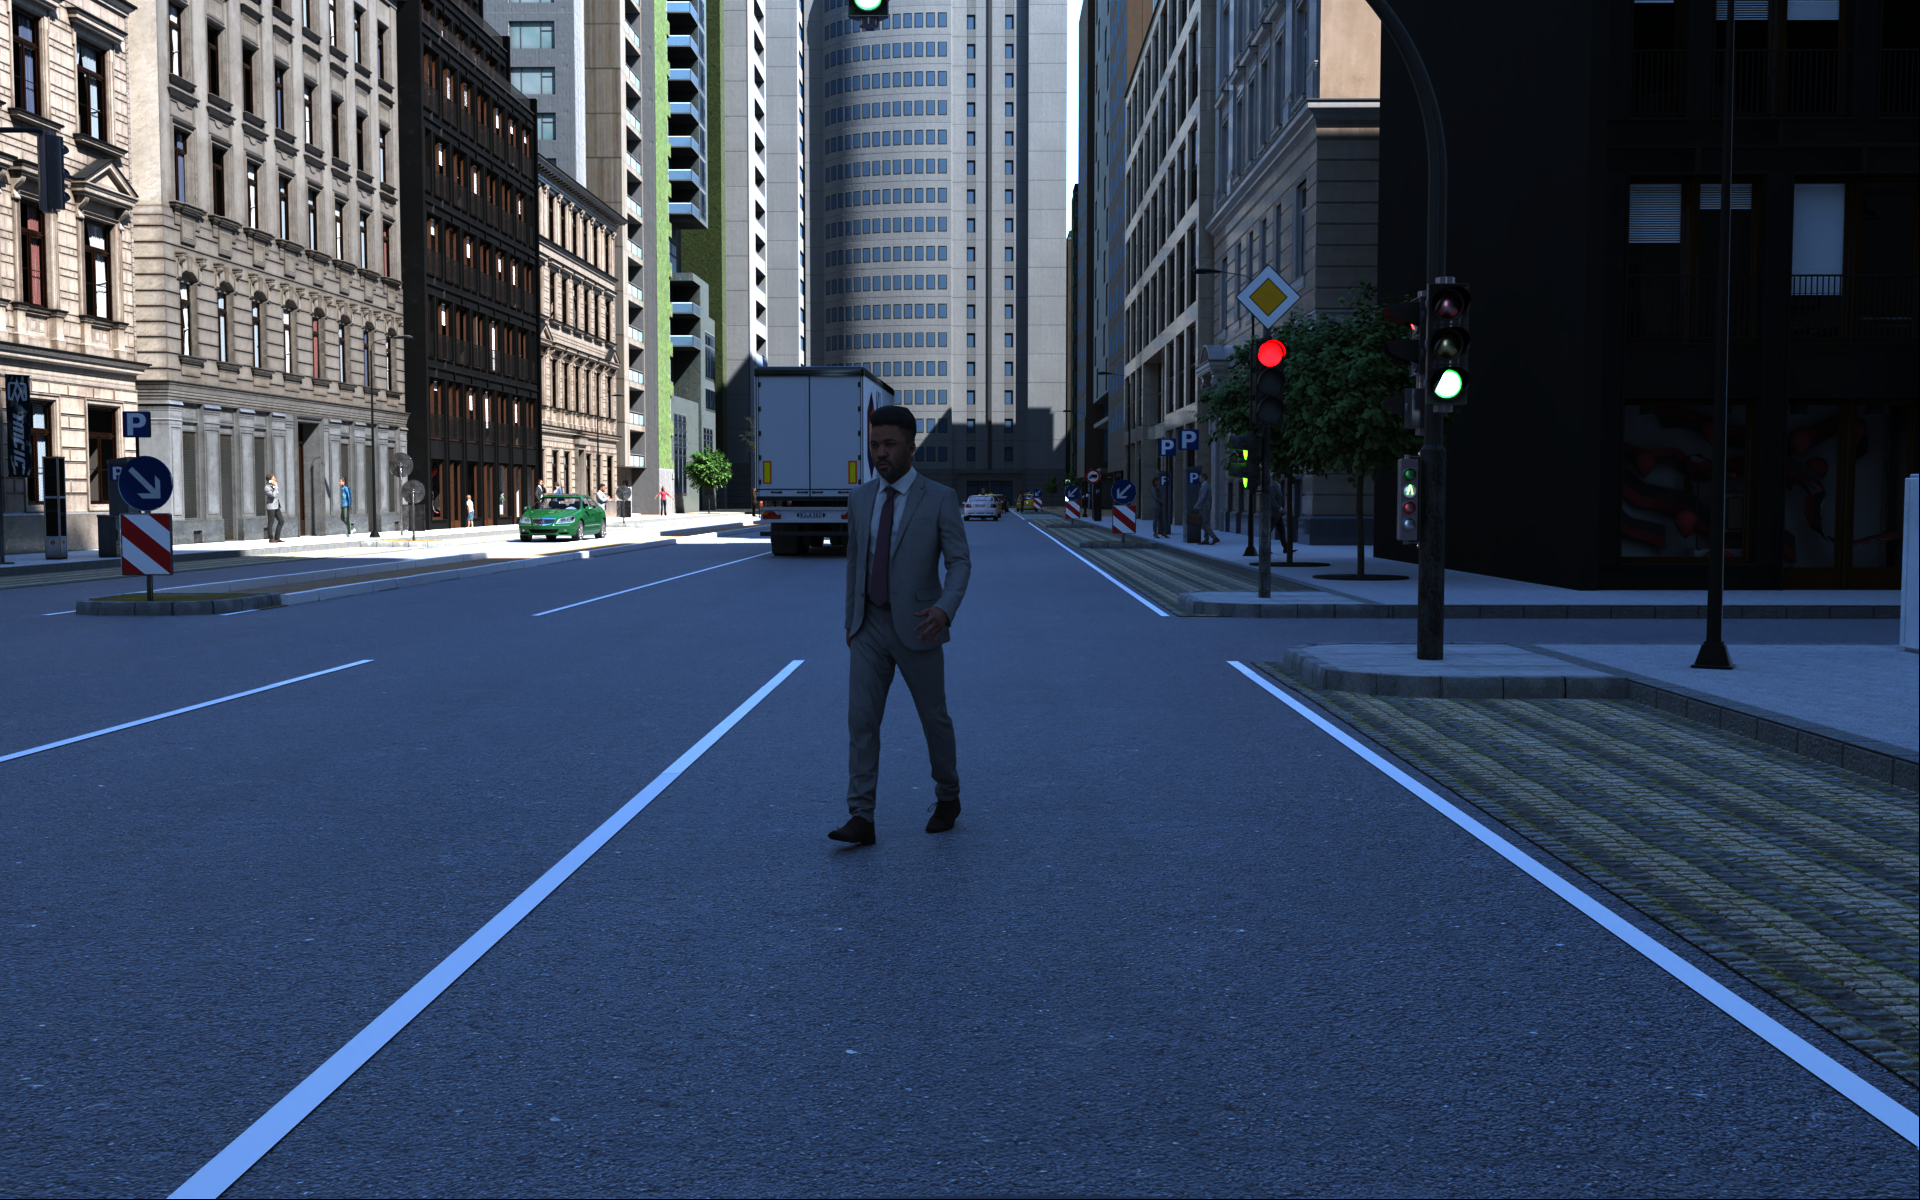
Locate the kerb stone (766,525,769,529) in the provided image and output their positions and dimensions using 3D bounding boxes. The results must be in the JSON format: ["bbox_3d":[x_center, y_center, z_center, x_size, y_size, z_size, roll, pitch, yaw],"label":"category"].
[{"bbox_3d":[-7.931,-2.912,69.876,0.120,0.150,1.000,0,4,1],"label":"kerb stone"}]

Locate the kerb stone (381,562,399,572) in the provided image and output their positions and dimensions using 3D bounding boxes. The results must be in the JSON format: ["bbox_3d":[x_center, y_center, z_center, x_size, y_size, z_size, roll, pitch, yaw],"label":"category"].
[{"bbox_3d":[-10.626,-0.598,31.974,0.120,0.150,1.000,0,4,1],"label":"kerb stone"}]

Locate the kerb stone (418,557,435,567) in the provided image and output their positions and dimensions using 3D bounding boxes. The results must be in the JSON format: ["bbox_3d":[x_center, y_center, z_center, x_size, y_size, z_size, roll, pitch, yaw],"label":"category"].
[{"bbox_3d":[-10.588,-0.724,34.039,0.120,0.150,1.000,0,4,1],"label":"kerb stone"}]

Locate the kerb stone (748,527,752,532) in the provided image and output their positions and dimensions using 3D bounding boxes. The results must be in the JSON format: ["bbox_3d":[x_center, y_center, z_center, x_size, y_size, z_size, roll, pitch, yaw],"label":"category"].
[{"bbox_3d":[-8.004,-2.596,64.740,0.120,0.150,1.000,0,4,1],"label":"kerb stone"}]

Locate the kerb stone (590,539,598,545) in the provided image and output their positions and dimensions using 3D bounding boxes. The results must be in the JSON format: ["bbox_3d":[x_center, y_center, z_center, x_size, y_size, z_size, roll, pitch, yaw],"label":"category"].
[{"bbox_3d":[-10.363,-1.601,48.397,0.120,0.150,1.000,0,4,1],"label":"kerb stone"}]

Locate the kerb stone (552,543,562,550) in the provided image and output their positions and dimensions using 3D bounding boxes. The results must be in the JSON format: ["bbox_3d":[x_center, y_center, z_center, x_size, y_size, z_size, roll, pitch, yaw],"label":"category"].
[{"bbox_3d":[-10.429,-1.351,44.288,0.120,0.150,1.000,0,4,1],"label":"kerb stone"}]

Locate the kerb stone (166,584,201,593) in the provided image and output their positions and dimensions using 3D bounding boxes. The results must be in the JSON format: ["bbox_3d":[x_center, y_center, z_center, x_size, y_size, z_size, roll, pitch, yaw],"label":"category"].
[{"bbox_3d":[-10.749,-0.097,23.781,0.120,0.150,1.000,0,4,1],"label":"kerb stone"}]

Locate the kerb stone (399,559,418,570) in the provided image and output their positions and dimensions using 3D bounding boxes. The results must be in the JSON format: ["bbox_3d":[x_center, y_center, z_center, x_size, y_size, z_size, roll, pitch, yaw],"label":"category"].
[{"bbox_3d":[-10.604,-0.659,33.001,0.120,0.150,1.000,0,4,1],"label":"kerb stone"}]

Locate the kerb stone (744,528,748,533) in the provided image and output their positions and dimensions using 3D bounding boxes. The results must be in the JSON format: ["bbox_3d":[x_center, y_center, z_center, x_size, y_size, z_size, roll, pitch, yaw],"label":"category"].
[{"bbox_3d":[-8.015,-2.540,63.717,0.120,0.150,1.000,0,4,1],"label":"kerb stone"}]

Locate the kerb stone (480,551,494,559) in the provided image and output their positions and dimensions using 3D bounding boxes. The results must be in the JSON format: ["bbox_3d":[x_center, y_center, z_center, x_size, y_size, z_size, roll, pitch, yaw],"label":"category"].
[{"bbox_3d":[-10.524,-0.975,38.130,0.120,0.150,1.000,0,4,1],"label":"kerb stone"}]

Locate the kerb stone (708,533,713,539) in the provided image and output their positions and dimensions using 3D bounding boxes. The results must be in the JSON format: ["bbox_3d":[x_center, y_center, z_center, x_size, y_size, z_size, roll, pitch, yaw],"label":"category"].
[{"bbox_3d":[-8.149,-2.038,55.518,0.120,0.150,1.000,0,4,1],"label":"kerb stone"}]

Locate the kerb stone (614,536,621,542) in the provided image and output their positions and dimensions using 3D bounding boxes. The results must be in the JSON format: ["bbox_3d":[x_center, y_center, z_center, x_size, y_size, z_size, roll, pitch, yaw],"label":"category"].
[{"bbox_3d":[-10.318,-1.789,51.468,0.120,0.150,1.000,0,4,1],"label":"kerb stone"}]

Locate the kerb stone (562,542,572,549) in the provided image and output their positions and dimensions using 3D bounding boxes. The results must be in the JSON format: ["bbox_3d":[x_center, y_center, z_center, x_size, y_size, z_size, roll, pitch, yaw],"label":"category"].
[{"bbox_3d":[-10.412,-1.411,45.318,0.120,0.150,1.000,0,4,1],"label":"kerb stone"}]

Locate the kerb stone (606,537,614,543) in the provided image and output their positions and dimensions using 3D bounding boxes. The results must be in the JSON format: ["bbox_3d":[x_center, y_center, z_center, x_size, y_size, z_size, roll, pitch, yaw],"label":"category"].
[{"bbox_3d":[-10.333,-1.724,50.443,0.120,0.150,1.000,0,4,1],"label":"kerb stone"}]

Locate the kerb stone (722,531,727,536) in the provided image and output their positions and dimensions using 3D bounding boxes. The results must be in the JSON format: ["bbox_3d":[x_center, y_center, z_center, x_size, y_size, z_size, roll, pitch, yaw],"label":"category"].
[{"bbox_3d":[-8.105,-2.226,58.595,0.120,0.150,1.000,0,4,1],"label":"kerb stone"}]

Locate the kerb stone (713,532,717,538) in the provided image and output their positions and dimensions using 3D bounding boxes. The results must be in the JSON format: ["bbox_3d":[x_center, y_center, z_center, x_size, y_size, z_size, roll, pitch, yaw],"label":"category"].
[{"bbox_3d":[-8.139,-2.101,56.543,0.120,0.150,1.000,0,4,1],"label":"kerb stone"}]

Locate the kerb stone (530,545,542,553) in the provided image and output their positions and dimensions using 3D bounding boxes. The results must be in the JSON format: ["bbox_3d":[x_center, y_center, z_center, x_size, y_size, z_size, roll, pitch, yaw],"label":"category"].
[{"bbox_3d":[-10.454,-1.221,42.227,0.120,0.150,1.000,0,4,1],"label":"kerb stone"}]

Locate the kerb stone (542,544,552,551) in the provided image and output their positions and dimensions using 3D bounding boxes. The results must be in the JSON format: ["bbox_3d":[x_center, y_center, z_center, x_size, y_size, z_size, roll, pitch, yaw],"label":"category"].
[{"bbox_3d":[-10.447,-1.288,43.254,0.120,0.150,1.000,0,4,1],"label":"kerb stone"}]

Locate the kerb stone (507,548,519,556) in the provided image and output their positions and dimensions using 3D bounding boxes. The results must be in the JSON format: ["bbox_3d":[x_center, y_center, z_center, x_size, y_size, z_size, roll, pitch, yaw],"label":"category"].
[{"bbox_3d":[-10.491,-1.099,40.182,0.120,0.150,1.000,0,4,1],"label":"kerb stone"}]

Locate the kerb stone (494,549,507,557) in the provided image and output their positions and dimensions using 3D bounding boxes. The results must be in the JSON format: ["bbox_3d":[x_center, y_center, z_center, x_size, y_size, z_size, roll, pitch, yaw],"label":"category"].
[{"bbox_3d":[-10.509,-1.038,39.159,0.120,0.150,1.000,0,4,1],"label":"kerb stone"}]

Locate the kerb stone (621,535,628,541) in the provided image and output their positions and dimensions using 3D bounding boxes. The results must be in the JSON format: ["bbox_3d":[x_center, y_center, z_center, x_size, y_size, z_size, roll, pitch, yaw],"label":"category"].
[{"bbox_3d":[-10.299,-1.847,52.490,0.120,0.150,1.000,0,4,1],"label":"kerb stone"}]

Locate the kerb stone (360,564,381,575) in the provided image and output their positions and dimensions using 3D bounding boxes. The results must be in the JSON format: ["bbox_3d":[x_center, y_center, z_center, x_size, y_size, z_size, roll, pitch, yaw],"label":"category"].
[{"bbox_3d":[-10.637,-0.535,30.950,0.120,0.150,1.000,0,4,1],"label":"kerb stone"}]

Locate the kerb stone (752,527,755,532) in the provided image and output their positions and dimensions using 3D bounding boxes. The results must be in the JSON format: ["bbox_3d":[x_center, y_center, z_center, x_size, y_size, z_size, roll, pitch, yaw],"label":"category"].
[{"bbox_3d":[-7.993,-2.664,65.774,0.120,0.150,1.000,0,4,1],"label":"kerb stone"}]

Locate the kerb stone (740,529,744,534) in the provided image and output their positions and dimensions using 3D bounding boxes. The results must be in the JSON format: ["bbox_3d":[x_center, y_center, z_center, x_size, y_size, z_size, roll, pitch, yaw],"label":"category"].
[{"bbox_3d":[-8.034,-2.477,62.690,0.120,0.150,1.000,0,4,1],"label":"kerb stone"}]

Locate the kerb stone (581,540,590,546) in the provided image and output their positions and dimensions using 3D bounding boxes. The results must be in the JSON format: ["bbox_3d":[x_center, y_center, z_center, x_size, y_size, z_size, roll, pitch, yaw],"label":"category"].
[{"bbox_3d":[-10.376,-1.540,47.373,0.120,0.150,1.000,0,4,1],"label":"kerb stone"}]

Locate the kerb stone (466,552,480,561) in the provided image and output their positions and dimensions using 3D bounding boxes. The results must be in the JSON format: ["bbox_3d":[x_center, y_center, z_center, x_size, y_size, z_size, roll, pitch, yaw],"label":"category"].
[{"bbox_3d":[-10.540,-0.912,37.108,0.120,0.150,1.000,0,4,1],"label":"kerb stone"}]

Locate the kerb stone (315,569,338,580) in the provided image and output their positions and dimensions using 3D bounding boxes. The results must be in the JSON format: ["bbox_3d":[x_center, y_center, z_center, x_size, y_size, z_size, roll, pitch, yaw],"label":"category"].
[{"bbox_3d":[-10.672,-0.409,28.899,0.120,0.150,1.000,0,4,1],"label":"kerb stone"}]

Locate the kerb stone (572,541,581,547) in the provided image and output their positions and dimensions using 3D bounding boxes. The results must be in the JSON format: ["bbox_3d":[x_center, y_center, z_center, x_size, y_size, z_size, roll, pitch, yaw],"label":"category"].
[{"bbox_3d":[-10.397,-1.477,46.343,0.120,0.150,1.000,0,4,1],"label":"kerb stone"}]

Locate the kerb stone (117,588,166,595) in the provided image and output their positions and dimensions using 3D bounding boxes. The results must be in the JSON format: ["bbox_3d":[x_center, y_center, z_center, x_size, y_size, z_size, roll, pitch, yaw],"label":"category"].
[{"bbox_3d":[-10.767,-0.027,22.753,0.120,0.150,1.000,0,4,1],"label":"kerb stone"}]

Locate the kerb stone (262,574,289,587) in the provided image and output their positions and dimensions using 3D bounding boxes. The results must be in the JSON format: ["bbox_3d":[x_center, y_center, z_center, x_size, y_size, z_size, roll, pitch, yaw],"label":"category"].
[{"bbox_3d":[-10.706,-0.285,26.852,0.120,0.150,1.000,0,4,1],"label":"kerb stone"}]

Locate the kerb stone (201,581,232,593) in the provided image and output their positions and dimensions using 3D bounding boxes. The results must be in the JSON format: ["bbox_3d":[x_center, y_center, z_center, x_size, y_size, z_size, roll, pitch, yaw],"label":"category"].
[{"bbox_3d":[-10.741,-0.160,24.803,0.120,0.150,1.000,0,4,1],"label":"kerb stone"}]

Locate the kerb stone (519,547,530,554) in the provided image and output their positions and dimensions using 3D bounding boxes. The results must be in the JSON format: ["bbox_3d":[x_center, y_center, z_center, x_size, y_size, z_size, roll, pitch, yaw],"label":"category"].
[{"bbox_3d":[-10.476,-1.162,41.204,0.120,0.150,1.000,0,4,1],"label":"kerb stone"}]

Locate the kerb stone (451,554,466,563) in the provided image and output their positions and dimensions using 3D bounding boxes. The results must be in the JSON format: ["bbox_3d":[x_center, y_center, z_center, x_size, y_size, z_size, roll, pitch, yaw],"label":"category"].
[{"bbox_3d":[-10.560,-0.844,36.084,0.120,0.150,1.000,0,4,1],"label":"kerb stone"}]

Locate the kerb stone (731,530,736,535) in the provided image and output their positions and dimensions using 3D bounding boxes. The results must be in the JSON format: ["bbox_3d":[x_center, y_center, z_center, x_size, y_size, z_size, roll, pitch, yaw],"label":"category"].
[{"bbox_3d":[-8.067,-2.351,60.640,0.120,0.150,1.000,0,4,1],"label":"kerb stone"}]

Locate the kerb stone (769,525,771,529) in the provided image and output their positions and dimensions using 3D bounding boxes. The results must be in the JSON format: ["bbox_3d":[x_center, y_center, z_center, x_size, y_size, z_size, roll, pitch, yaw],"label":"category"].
[{"bbox_3d":[-7.911,-2.979,70.898,0.120,0.150,1.000,0,4,1],"label":"kerb stone"}]

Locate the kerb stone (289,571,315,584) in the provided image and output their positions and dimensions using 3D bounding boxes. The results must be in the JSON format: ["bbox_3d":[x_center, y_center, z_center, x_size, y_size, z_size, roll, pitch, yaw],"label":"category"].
[{"bbox_3d":[-10.685,-0.344,27.874,0.120,0.150,1.000,0,4,1],"label":"kerb stone"}]

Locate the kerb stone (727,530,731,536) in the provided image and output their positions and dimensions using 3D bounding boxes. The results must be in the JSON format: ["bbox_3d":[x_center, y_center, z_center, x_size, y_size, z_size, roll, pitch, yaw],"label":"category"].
[{"bbox_3d":[-8.089,-2.279,59.617,0.120,0.150,1.000,0,4,1],"label":"kerb stone"}]

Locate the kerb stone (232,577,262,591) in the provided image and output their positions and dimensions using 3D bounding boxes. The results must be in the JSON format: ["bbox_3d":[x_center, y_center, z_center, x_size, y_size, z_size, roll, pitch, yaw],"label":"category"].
[{"bbox_3d":[-10.715,-0.222,25.830,0.120,0.150,1.000,0,4,1],"label":"kerb stone"}]

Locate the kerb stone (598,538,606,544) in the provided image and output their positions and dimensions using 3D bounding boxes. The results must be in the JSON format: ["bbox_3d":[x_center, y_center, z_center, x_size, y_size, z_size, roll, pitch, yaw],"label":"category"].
[{"bbox_3d":[-10.345,-1.660,49.421,0.120,0.150,1.000,0,4,1],"label":"kerb stone"}]

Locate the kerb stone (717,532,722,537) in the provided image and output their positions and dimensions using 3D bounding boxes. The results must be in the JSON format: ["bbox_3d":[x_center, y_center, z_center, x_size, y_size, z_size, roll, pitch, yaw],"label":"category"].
[{"bbox_3d":[-8.117,-2.163,57.567,0.120,0.150,1.000,0,4,1],"label":"kerb stone"}]

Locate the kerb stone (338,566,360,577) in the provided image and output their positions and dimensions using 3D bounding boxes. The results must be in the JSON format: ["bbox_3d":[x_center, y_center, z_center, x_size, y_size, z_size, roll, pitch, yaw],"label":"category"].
[{"bbox_3d":[-10.653,-0.473,29.928,0.120,0.150,1.000,0,4,1],"label":"kerb stone"}]

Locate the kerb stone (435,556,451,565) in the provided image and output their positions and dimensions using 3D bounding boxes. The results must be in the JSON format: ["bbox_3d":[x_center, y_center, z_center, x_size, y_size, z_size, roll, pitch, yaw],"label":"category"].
[{"bbox_3d":[-10.574,-0.787,35.062,0.120,0.150,1.000,0,4,1],"label":"kerb stone"}]

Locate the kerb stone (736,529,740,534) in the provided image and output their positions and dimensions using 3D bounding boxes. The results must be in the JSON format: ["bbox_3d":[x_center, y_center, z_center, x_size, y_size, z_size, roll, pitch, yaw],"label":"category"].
[{"bbox_3d":[-8.057,-2.414,61.668,0.120,0.150,1.000,0,4,1],"label":"kerb stone"}]

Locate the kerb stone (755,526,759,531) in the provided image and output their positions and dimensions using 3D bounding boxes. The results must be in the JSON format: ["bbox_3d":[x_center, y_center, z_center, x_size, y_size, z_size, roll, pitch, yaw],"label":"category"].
[{"bbox_3d":[-7.974,-2.727,66.800,0.120,0.150,1.000,0,4,1],"label":"kerb stone"}]

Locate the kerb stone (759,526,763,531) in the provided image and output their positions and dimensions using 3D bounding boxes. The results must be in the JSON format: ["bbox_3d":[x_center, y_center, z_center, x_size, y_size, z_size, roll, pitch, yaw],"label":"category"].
[{"bbox_3d":[-7.950,-2.791,67.830,0.120,0.150,1.000,0,4,1],"label":"kerb stone"}]

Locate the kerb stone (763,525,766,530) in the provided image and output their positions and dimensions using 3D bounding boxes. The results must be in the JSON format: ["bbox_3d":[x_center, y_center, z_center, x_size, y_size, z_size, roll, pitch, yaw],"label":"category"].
[{"bbox_3d":[-7.939,-2.854,68.853,0.120,0.150,1.000,0,4,1],"label":"kerb stone"}]
